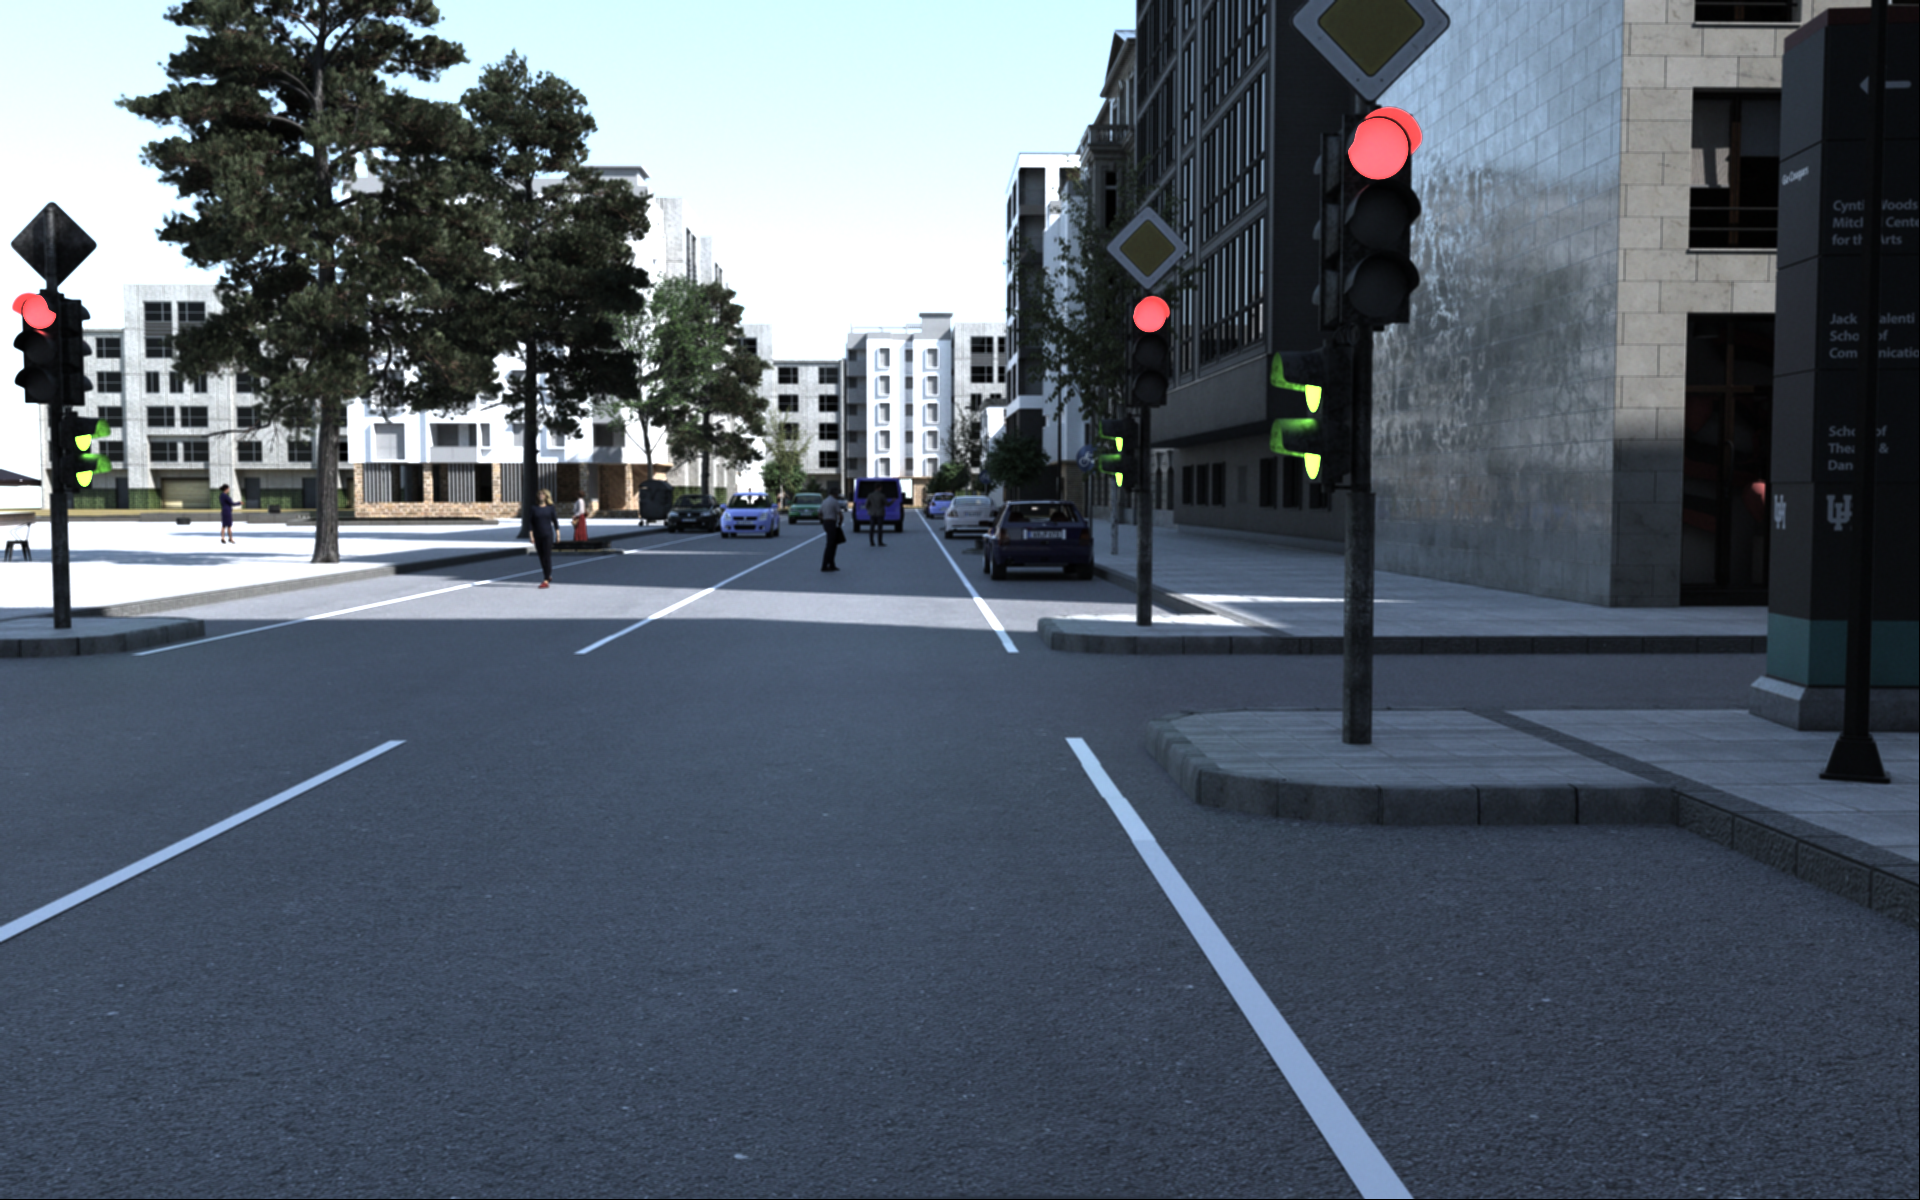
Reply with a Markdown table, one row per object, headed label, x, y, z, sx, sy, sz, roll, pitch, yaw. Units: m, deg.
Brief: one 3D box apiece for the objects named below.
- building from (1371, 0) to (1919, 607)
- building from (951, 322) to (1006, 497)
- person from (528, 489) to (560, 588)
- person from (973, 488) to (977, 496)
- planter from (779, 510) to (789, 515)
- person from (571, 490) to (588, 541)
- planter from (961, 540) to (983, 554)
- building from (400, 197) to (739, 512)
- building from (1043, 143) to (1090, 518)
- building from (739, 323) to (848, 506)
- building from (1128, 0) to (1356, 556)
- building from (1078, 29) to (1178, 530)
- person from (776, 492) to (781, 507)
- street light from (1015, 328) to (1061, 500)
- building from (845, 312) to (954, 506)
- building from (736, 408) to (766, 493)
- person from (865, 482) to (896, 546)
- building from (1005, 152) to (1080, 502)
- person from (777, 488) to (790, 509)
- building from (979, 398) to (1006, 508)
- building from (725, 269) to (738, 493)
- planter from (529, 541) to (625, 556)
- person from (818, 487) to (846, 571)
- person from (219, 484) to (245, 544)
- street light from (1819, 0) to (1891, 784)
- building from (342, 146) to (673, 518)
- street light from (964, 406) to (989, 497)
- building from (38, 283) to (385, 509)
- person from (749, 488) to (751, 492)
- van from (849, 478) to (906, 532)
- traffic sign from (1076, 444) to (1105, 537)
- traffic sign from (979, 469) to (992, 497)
| label | x | y | z | sx | sy | sz | roll | pitch | yaw |
| --- | --- | --- | --- | --- | --- | --- | --- | --- | --- |
| building | 15.587 | -10.376 | 24.399 | 16.860 | 20.320 | 10.420 | 0 | 4 | -2 |
| building | 14.908 | -19.598 | 186.881 | 31.486 | 18.905 | 16.747 | 0 | 4 | -2 |
| person | -6.400 | -0.953 | 26.622 | 0.480 | 1.512 | 0.613 | -1 | 4 | -21 |
| person | 1.100 | -7.790 | 133.396 | 0.705 | 1.826 | 1.348 | 0 | 4 | -8 |
| planter | -11.500 | -5.971 | 118.771 | 1.991 | 0.319 | 1.994 | 0 | 4 | -2 |
| person | -9.380 | -1.945 | 42.770 | 0.387 | 1.526 | 0.523 | 0 | 4 | -3 |
| planter | 1.028 | -1.279 | 42.058 | 1.991 | 0.319 | 1.994 | 0 | 4 | -2 |
| building | -25.346 | -15.438 | 118.869 | 16.747 | 18.905 | 31.486 | 0 | 4 | -2 |
| building | 12.872 | -14.806 | 98.505 | 16.016 | 20.091 | 11.380 | 0 | 4 | -2 |
| building | -28.032 | -19.643 | 187.623 | 31.486 | 18.905 | 16.747 | 0 | 4 | -2 |
| building | 13.011 | -15.422 | 45.651 | 14.314 | 27.812 | 24.014 | 0 | 4 | -2 |
| building | 12.496 | -15.656 | 75.059 | 14.460 | 24.649 | 34.723 | 0 | 4 | -2 |
| person | -17.430 | -9.605 | 166.275 | 0.628 | 1.438 | 0.799 | -2 | 4 | -30 |
| street light | 2.247 | -4.644 | 48.473 | 1.470 | 5.913 | 1.316 | 0 | 4 | -2 |
| building | -6.518 | -20.177 | 186.311 | 11.380 | 20.091 | 16.016 | 0 | 4 | -2 |
| building | -32.364 | -13.336 | 160.186 | 28.070 | 9.664 | 9.099 | 0 | 4 | -2 |
| person | -2.187 | -2.381 | 47.961 | 0.617 | 1.759 | 0.750 | 3 | 4 | 36 |
| building | 16.968 | -16.917 | 120.570 | 27.936 | 21.610 | 32.646 | 0 | 4 | -2 |
| person | -15.223 | -8.737 | 148.901 | 0.705 | 1.823 | 1.348 | 3 | 5 | 43 |
| building | 6.773 | -12.824 | 151.823 | 9.099 | 9.664 | 28.070 | 0 | 4 | -2 |
| building | -26.066 | -17.357 | 140.212 | 16.016 | 20.091 | 11.380 | 0 | 4 | -2 |
| planter | -9.070 | -1.232 | 41.281 | 1.991 | 0.319 | 1.994 | 0 | 4 | -2 |
| person | -2.418 | -1.322 | 32.325 | 0.590 | 1.554 | 0.614 | -3 | 5 | -42 |
| person | -18.905 | -2.231 | 44.883 | 0.453 | 1.535 | 0.546 | 1 | 4 | 23 |
| street light | 3.512 | -2.148 | 7.655 | 1.470 | 5.913 | 1.316 | 0 | 4 | -2 |
| building | -24.735 | -14.742 | 97.447 | 16.016 | 20.091 | 11.380 | 0 | 4 | -2 |
| street light | 0.924 | -7.304 | 91.962 | 1.470 | 5.913 | 1.316 | 0 | 4 | -2 |
| building | -61.978 | -17.601 | 154.237 | 31.486 | 18.905 | 16.747 | 0 | 4 | -2 |
| person | -18.043 | -8.714 | 148.474 | 0.705 | 1.831 | 1.348 | -1 | 4 | -11 |
| van | -3.167 | -3.805 | 66.598 | 2.240 | 2.365 | 5.245 | 0 | 4 | -3 |
| traffic sign | 3.338 | -2.695 | 44.168 | 0.768 | 2.556 | 0.104 | 0 | 4 | 2 |
| traffic sign | 1.347 | -5.474 | 89.603 | 0.768 | 2.556 | 0.104 | 0 | 4 | 3 |
